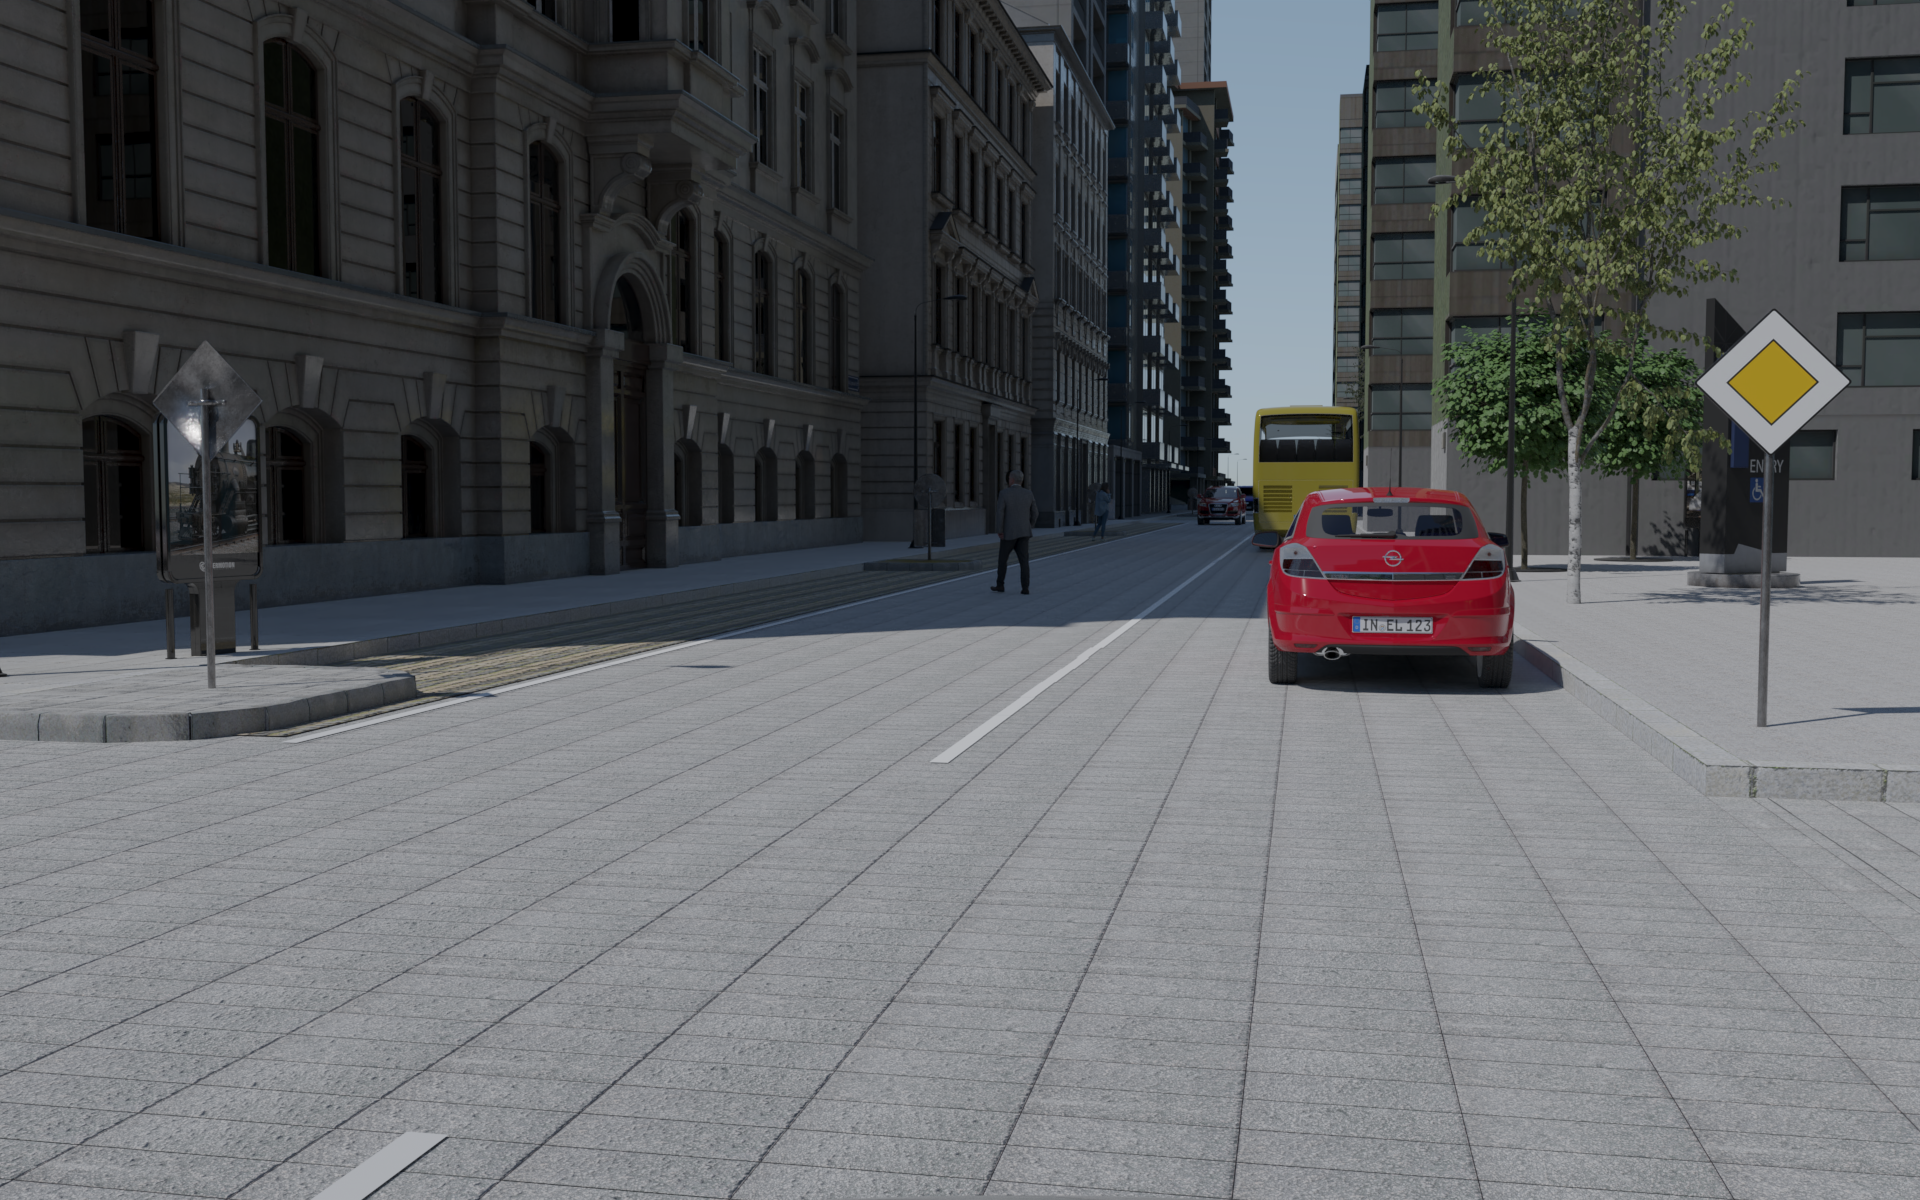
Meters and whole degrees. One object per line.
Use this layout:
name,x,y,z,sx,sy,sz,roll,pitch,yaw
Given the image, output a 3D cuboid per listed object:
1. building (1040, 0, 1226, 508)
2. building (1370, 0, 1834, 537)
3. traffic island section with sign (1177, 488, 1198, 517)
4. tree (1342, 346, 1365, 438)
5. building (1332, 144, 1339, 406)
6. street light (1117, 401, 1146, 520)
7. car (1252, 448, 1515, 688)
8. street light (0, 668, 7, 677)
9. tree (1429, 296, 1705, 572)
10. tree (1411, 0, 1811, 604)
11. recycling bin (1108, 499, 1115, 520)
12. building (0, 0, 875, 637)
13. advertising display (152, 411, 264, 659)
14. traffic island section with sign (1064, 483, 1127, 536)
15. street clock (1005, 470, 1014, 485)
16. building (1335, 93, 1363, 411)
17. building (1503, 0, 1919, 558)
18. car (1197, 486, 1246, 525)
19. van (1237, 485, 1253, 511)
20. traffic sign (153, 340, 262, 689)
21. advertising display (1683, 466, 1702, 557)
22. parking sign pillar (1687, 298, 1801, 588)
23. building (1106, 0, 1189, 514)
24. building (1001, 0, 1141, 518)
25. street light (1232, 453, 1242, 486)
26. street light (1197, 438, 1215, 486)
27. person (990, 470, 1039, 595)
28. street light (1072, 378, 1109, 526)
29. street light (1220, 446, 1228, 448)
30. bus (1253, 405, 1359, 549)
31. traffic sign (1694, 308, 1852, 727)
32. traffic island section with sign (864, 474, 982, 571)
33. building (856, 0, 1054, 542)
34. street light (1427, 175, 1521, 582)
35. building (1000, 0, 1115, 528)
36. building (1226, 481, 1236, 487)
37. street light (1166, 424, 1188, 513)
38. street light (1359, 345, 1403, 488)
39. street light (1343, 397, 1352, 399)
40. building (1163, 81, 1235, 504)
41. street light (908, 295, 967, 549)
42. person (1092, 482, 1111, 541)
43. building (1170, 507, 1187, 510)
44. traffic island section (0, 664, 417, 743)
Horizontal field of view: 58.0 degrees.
building,21.510,-46.998,206.665,20.563,71.187,20.611,1,4,11
building,22.069,-17.833,63.271,14.160,30.474,14.107,1,4,11
traffic island section with sign,14.765,-6.172,109.547,1.989,1.847,2.006,1,4,11
tree,19.760,-7.875,79.119,4.360,8.622,3.978,0,3,0
building,59.765,-36.848,226.169,21.300,48.544,21.600,1,4,11
street light,8.596,-6.977,86.608,1.470,5.913,1.316,1,4,11
car,3.497,-0.327,14.385,2.155,1.783,4.494,1,4,11
street light,-6.345,-2.404,11.848,1.470,5.913,1.316,1,4,11
tree,9.542,-2.766,28.946,4.285,4.588,4.351,0,3,0
tree,7.155,-4.246,19.786,4.737,8.622,4.395,0,3,0
recycling bin,7.303,-4.485,85.886,0.722,1.027,0.722,0,4,4
building,-10.936,-12.854,29.248,14.460,24.649,34.723,1,4,11
advertising display,-5.971,-0.525,13.801,0.123,1.923,0.974,1,4,23
traffic island section with sign,4.671,-3.102,59.345,1.989,1.847,2.006,1,4,11
street clock,1.624,-2.927,52.419,0.471,2.002,0.358,3,5,42
building,46.107,-30.309,179.140,14.154,41.232,14.086,1,4,11
building,18.510,-16.477,41.100,14.160,30.474,14.107,1,4,11
car,12.388,-4.471,81.773,2.281,1.827,5.304,1,4,13
van,19.922,-7.028,119.291,2.240,2.365,5.245,1,4,12
traffic sign,-4.938,-0.473,11.375,0.795,2.450,0.064,1,4,11
advertising display,15.293,-1.843,35.351,0.974,1.923,0.123,1,4,10
parking sign pillar,10.955,-2.180,24.116,1.447,3.967,1.447,-2,4,-28
building,3.820,-30.757,122.487,23.786,49.044,30.456,1,4,11
building,-0.331,-40.245,96.265,20.563,71.187,20.611,1,4,11
street light,31.238,-13.811,198.351,1.470,5.913,1.316,1,4,11
street light,20.403,-10.537,144.824,1.470,5.913,1.316,1,4,11
person,0.761,-0.984,24.981,0.661,1.777,0.834,-2,4,-28
street light,5.242,-5.925,69.414,1.470,5.913,1.316,1,4,11
street light,25.415,-12.016,169.005,1.470,5.913,1.316,1,4,11
bus,9.535,-3.444,47.864,2.896,3.916,12.252,1,4,11
traffic sign,4.415,-0.357,9.481,0.795,2.450,0.064,1,4,11
traffic island section with sign,-0.632,-1.485,32.914,1.989,1.847,2.006,1,4,11
building,-3.621,-11.695,55.833,10.561,19.102,19.286,1,4,11
street light,7.506,-3.227,25.300,1.470,5.913,1.316,1,4,11
building,0.710,-13.754,74.023,9.793,20.994,18.267,1,4,11
building,20.617,-33.060,232.416,32.217,40.220,23.993,1,4,11
street light,14.463,-8.734,115.346,1.470,5.913,1.316,1,4,11
street light,13.202,-4.987,54.074,1.470,5.913,1.316,1,4,11
street light,18.996,-6.745,82.827,1.470,5.913,1.316,1,4,11
building,17.329,-32.309,182.879,22.147,44.769,28.867,1,4,11
street light,-0.516,-4.166,40.653,1.470,5.913,1.316,1,4,11
person,4.272,-2.668,52.381,0.793,1.790,0.793,2,4,29
building,4.937,-28.046,150.431,32.217,40.220,23.993,1,4,11
traffic island section,-4.963,0.663,11.442,2.009,0.180,2.903,1,4,11
